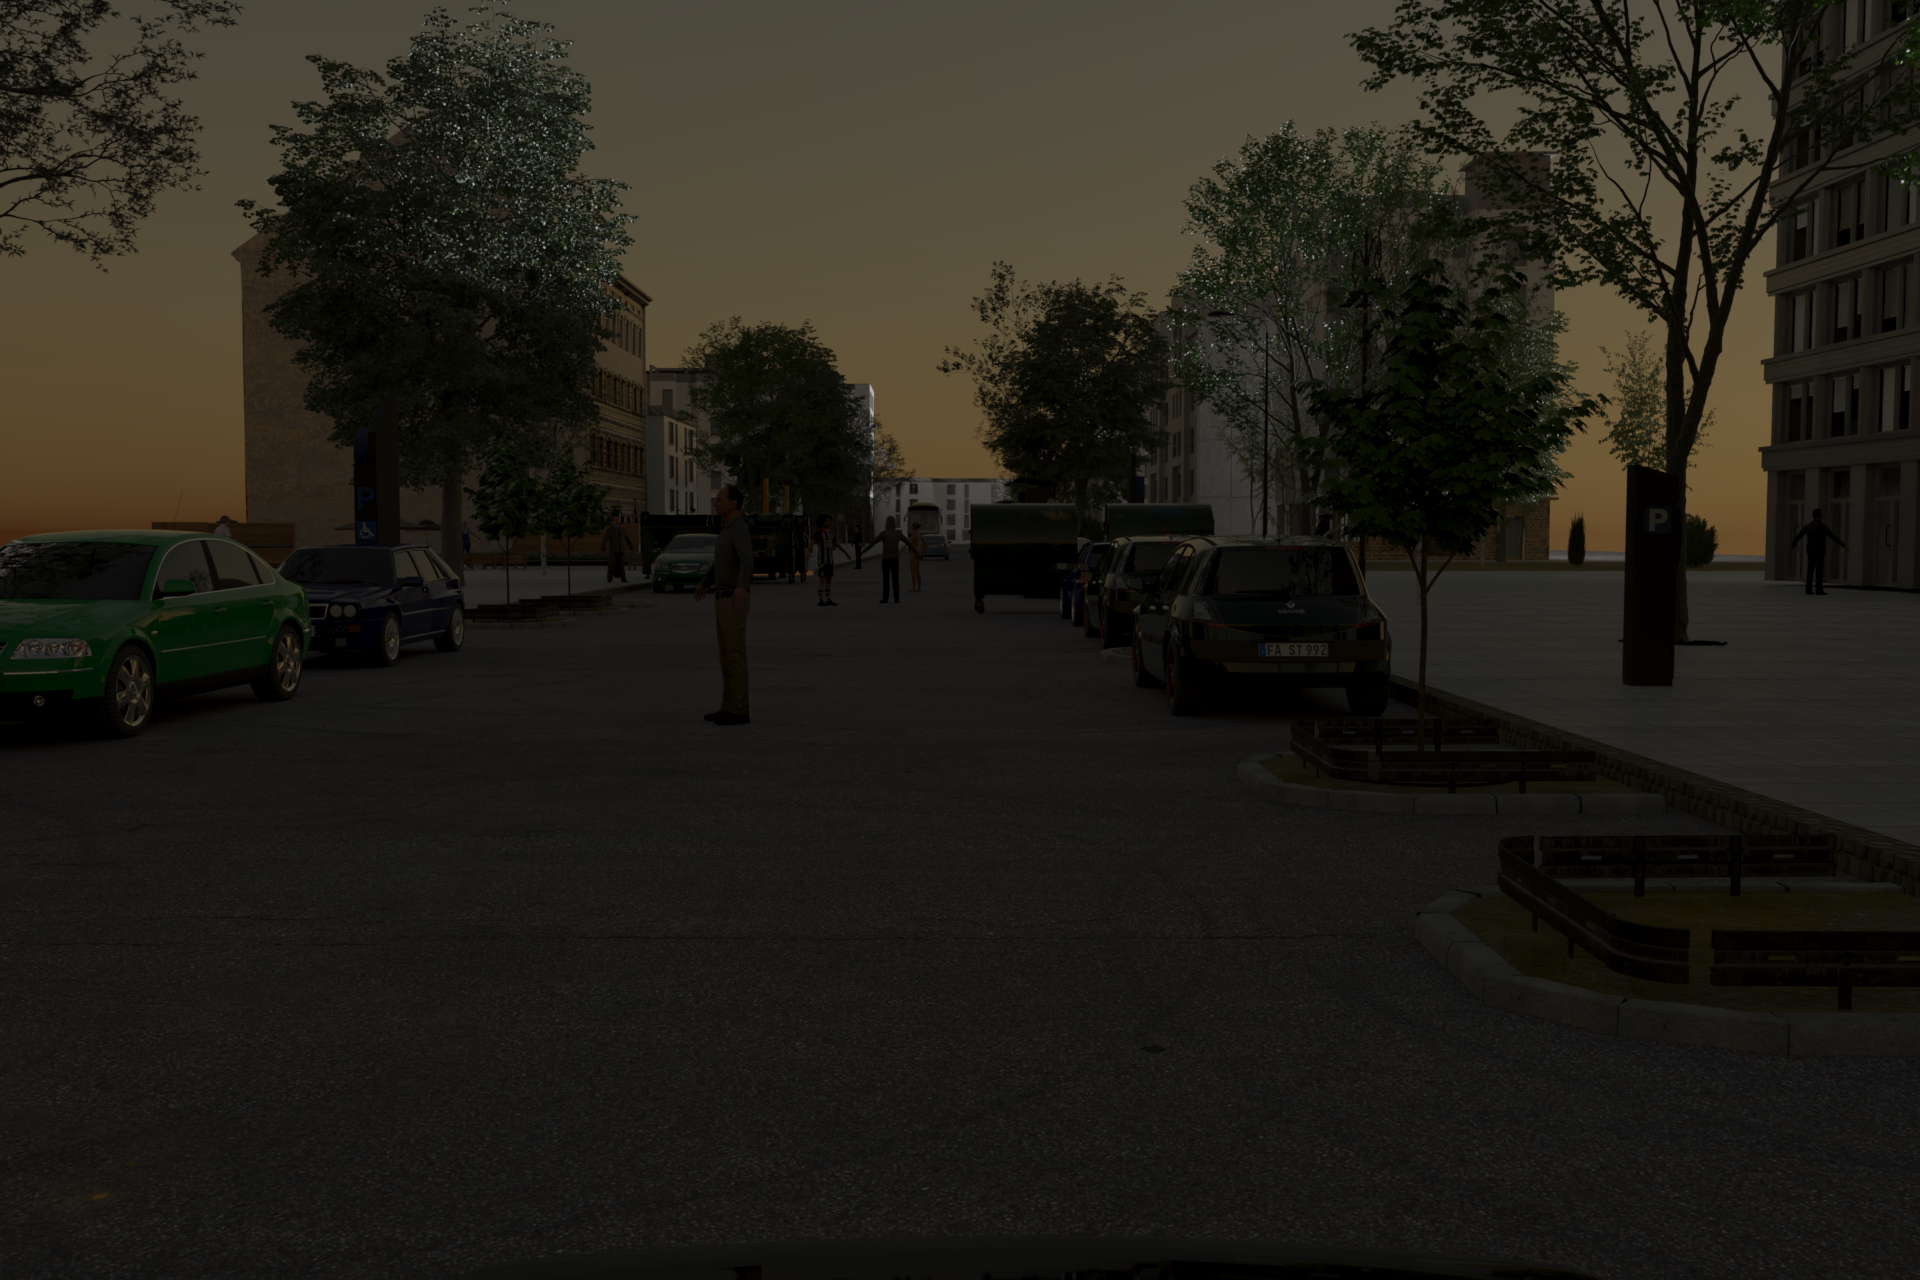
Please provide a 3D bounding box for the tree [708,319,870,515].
[{"bbox_3d":[-10.098,-11.926,101.646,9.857,13.997,8.962,0,3,0],"label":"tree"}]

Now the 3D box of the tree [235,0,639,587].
[{"bbox_3d":[-12.452,-8.272,41.904,9.857,13.997,8.962,0,3,0],"label":"tree"}]

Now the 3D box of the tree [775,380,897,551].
[{"bbox_3d":[-10.003,-13.755,135.257,12.009,13.543,11.850,0,3,0],"label":"tree"}]

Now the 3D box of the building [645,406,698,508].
[{"bbox_3d":[-23.743,-11.317,127.181,9.099,9.664,28.070,0,3,0],"label":"building"}]

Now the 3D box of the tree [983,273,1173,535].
[{"bbox_3d":[5.872,-10.941,85.547,9.857,13.997,8.962,0,3,0],"label":"tree"}]

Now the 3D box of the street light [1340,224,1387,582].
[{"bbox_3d":[6.114,-3.268,26.218,0.468,5.910,1.993,0,4,0],"label":"street light"}]

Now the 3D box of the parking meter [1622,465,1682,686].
[{"bbox_3d":[5.860,-0.548,14.666,0.399,1.863,0.255,0,4,0],"label":"parking meter"}]

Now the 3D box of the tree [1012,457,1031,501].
[{"bbox_3d":[6.104,-12.185,149.581,4.737,8.622,4.395,0,3,0],"label":"tree"}]

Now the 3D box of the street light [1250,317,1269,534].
[{"bbox_3d":[6.931,-3.891,36.162,1.470,5.913,1.316,0,4,0],"label":"street light"}]

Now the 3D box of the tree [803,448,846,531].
[{"bbox_3d":[-9.404,-10.749,126.104,4.360,8.622,3.978,0,3,0],"label":"tree"}]

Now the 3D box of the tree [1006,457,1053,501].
[{"bbox_3d":[6.006,-11.380,136.422,4.737,8.622,4.395,0,3,0],"label":"tree"}]

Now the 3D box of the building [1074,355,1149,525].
[{"bbox_3d":[23.572,-23.144,209.331,19.493,23.208,18.063,0,4,1],"label":"building"}]

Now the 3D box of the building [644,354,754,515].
[{"bbox_3d":[-28.270,-19.957,182.722,16.016,20.090,11.380,0,4,0],"label":"building"}]

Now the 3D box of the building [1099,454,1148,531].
[{"bbox_3d":[20.416,-14.951,186.602,9.099,9.664,28.070,0,4,0],"label":"building"}]

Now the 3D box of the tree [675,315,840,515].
[{"bbox_3d":[-9.513,-9.532,81.603,9.928,11.665,9.643,0,3,0],"label":"tree"}]

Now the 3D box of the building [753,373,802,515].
[{"bbox_3d":[-24.435,-20.974,199.342,16.016,20.090,11.380,0,4,1],"label":"building"}]

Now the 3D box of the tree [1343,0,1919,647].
[{"bbox_3d":[8.489,-5.757,19.881,9.928,11.665,9.643,0,3,0],"label":"tree"}]

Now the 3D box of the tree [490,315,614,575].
[{"bbox_3d":[-13.106,-6.327,53.814,4.360,8.622,3.978,0,3,0],"label":"tree"}]

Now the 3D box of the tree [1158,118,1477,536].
[{"bbox_3d":[8.655,-7.139,42.470,9.928,11.665,9.643,0,3,0],"label":"tree"}]

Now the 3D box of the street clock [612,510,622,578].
[{"bbox_3d":[-10.036,-2.821,50.693,0.358,2.002,0.471,0,4,0],"label":"street clock"}]

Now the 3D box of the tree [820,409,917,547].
[{"bbox_3d":[-9.265,-15.698,167.037,12.009,13.543,11.850,0,3,0],"label":"tree"}]

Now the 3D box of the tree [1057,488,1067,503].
[{"bbox_3d":[14.908,-19.481,252.932,7.601,10.594,8.767,0,4,3],"label":"tree"}]

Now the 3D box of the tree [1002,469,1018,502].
[{"bbox_3d":[5.590,-12.686,157.776,4.360,8.622,3.978,0,3,0],"label":"tree"}]

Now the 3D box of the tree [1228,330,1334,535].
[{"bbox_3d":[11.910,-6.846,62.288,4.360,8.622,3.978,0,3,0],"label":"tree"}]

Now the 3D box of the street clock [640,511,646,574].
[{"bbox_3d":[-10.038,-3.100,55.254,0.358,2.002,0.471,0,4,1],"label":"street clock"}]

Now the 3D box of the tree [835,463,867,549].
[{"bbox_3d":[-9.579,-11.902,144.955,4.737,8.622,4.395,0,3,0],"label":"tree"}]

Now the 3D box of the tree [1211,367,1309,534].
[{"bbox_3d":[12.725,-7.698,76.228,4.360,8.622,3.978,0,3,0],"label":"tree"}]

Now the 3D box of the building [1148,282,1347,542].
[{"bbox_3d":[24.181,-16.134,130.243,16.747,18.905,31.486,0,4,0],"label":"building"}]

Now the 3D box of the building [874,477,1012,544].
[{"bbox_3d":[-3.986,-19.060,256.237,28.070,9.664,9.099,0,4,1],"label":"building"}]

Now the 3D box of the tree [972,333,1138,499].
[{"bbox_3d":[5.422,-11.749,102.469,12.009,13.543,11.850,0,3,0],"label":"tree"}]

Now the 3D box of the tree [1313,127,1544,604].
[{"bbox_3d":[8.553,-4.989,31.937,4.360,8.622,3.978,0,3,0],"label":"tree"}]

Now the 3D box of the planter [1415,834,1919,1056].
[{"bbox_3d":[2.600,0.942,5.740,1.991,0.319,1.994,0,4,1],"label":"planter"}]

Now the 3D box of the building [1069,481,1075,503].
[{"bbox_3d":[24.329,-24.420,230.188,19.493,23.208,18.063,0,4,0],"label":"building"}]

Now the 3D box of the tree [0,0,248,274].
[{"bbox_3d":[-12.554,-6.528,17.109,12.009,13.543,11.850,0,3,0],"label":"tree"}]

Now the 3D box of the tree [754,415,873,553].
[{"bbox_3d":[-10.080,-11.138,116.519,8.767,10.594,7.601,0,4,-4],"label":"tree"}]

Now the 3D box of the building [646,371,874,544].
[{"bbox_3d":[-26.084,-23.788,232.903,27.936,21.610,32.646,0,4,-1],"label":"building"}]

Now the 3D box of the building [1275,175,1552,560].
[{"bbox_3d":[23.213,-14.770,97.904,16.016,20.090,11.380,0,4,0],"label":"building"}]

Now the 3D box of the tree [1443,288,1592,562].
[{"bbox_3d":[24.963,-9.882,79.697,7.486,12.596,7.792,0,3,0],"label":"tree"}]

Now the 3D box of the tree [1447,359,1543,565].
[{"bbox_3d":[22.051,-7.449,72.148,4.737,8.622,4.395,0,3,0],"label":"tree"}]

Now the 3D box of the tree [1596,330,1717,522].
[{"bbox_3d":[24.648,-6.825,61.948,4.737,8.622,4.395,0,3,0],"label":"tree"}]

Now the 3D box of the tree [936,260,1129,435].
[{"bbox_3d":[5.026,-16.173,120.315,12.611,20.169,13.585,0,3,0],"label":"tree"}]

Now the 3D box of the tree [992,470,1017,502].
[{"bbox_3d":[5.537,-13.050,163.726,4.360,8.622,3.978,0,3,0],"label":"tree"}]
